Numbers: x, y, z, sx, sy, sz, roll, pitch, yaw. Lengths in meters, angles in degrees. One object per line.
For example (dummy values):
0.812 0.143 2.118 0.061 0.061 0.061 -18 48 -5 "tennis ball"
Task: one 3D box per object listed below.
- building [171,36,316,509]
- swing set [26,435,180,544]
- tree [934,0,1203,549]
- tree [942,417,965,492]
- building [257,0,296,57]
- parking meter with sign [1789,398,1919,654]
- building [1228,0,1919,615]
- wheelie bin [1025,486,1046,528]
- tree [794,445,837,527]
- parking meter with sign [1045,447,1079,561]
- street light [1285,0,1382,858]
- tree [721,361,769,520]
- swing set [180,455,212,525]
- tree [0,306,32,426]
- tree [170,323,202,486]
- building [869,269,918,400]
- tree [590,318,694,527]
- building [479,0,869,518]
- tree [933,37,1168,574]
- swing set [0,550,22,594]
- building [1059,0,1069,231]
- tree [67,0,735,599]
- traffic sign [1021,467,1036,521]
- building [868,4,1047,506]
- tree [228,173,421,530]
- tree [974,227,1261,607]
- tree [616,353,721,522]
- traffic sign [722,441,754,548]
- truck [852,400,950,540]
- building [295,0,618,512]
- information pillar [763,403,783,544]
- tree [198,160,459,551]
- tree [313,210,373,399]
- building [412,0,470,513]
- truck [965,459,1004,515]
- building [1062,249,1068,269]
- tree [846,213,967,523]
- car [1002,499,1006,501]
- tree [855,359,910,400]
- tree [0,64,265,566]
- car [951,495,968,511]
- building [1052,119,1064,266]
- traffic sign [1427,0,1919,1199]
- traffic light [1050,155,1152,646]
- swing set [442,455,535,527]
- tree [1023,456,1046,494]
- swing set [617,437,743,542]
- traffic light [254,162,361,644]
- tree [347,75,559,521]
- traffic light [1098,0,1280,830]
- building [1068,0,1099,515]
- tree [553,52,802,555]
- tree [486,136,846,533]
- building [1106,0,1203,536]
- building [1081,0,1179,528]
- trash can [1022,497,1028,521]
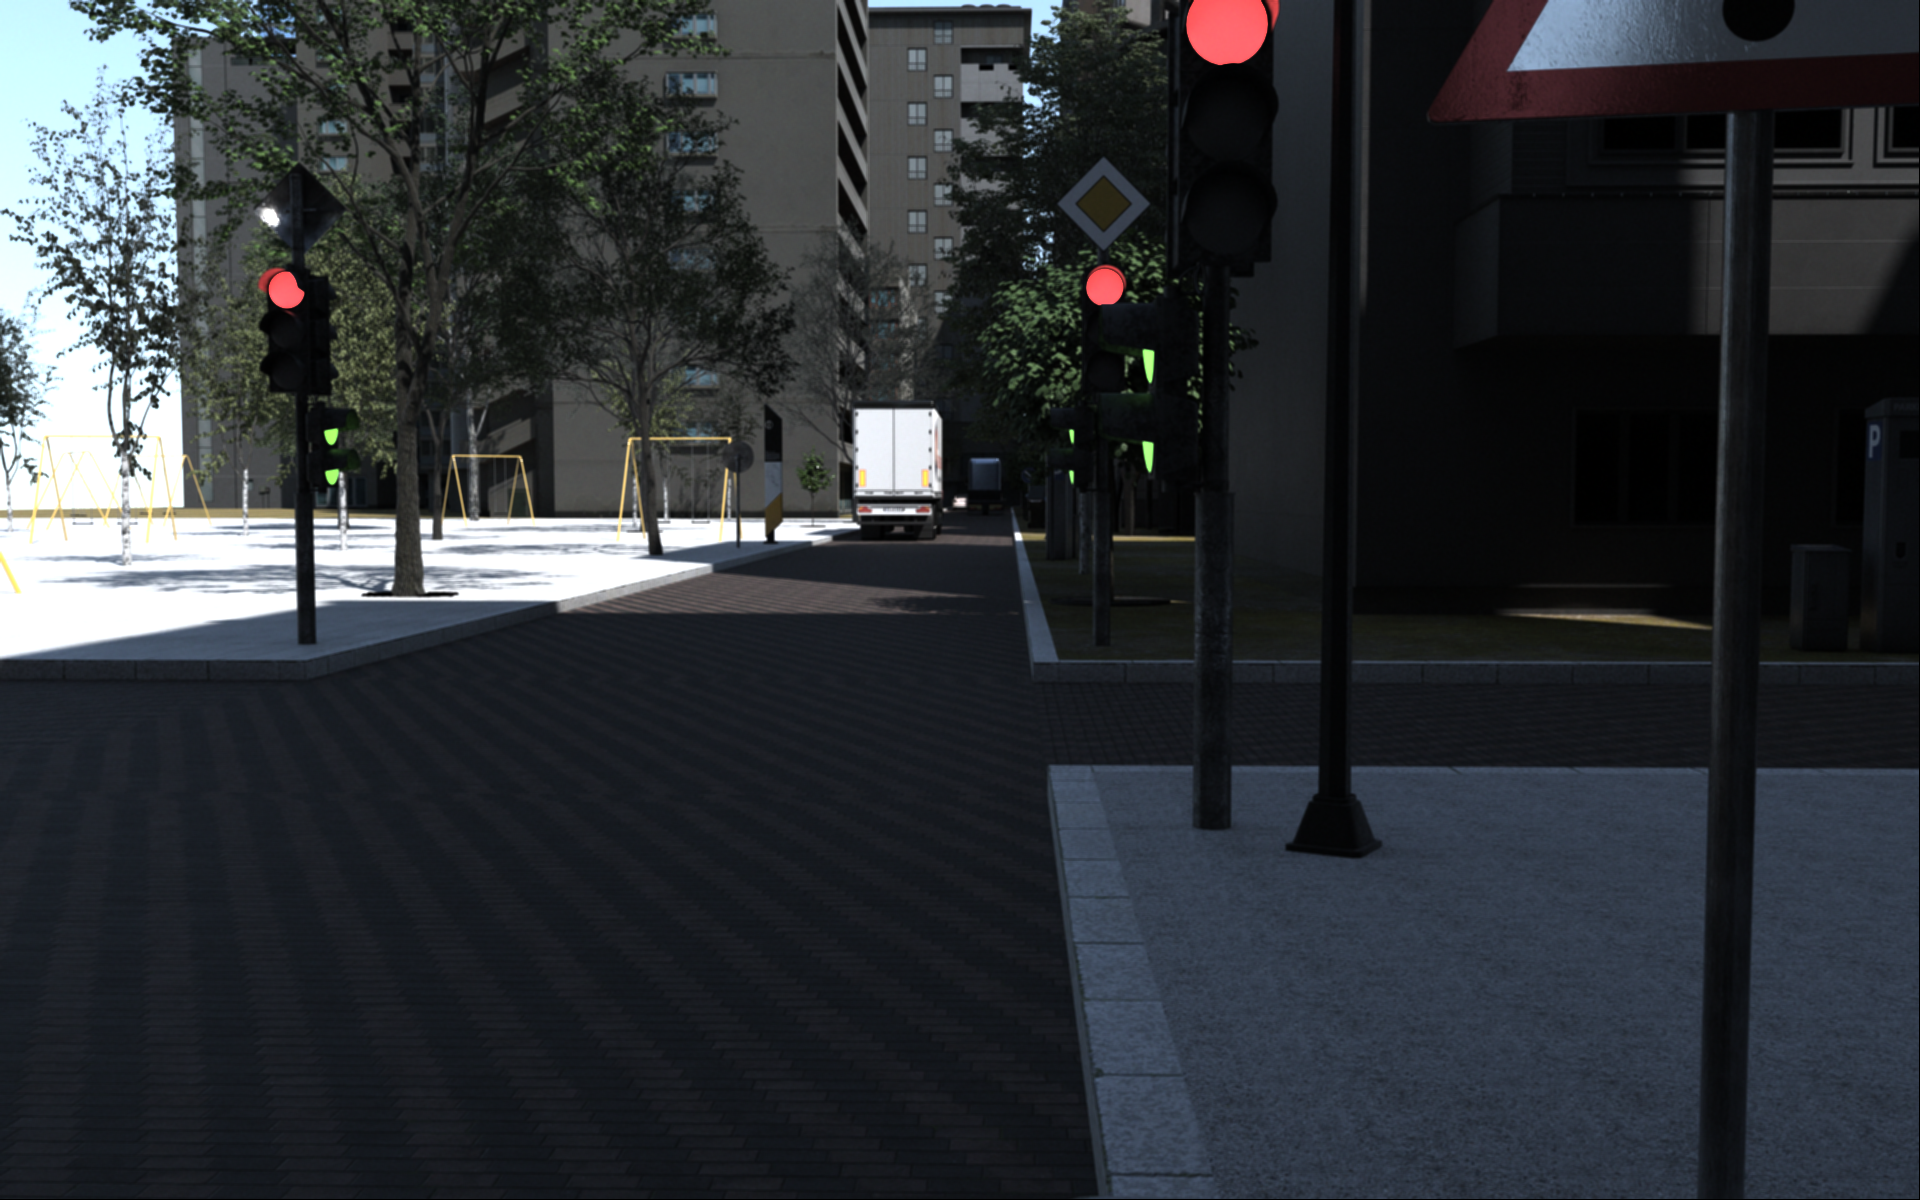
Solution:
-61.681 -29.057 158.675 14.086 41.232 14.154 0 4 2 "building"
-22.937 -2.969 46.155 3.119 2.851 2.862 -1 4 -10 "swing set"
3.308 -7.459 40.084 7.486 12.596 7.792 0 3 0 "tree"
-1.771 -12.867 160.735 4.737 8.622 4.395 0 3 0 "tree"
-61.535 -53.462 186.771 31.000 86.520 22.319 0 4 2 "building"
7.730 -1.086 14.024 1.738 3.016 0.543 0 4 8 "parking meter with sign"
16.215 -14.012 22.607 24.014 27.812 14.314 0 4 2 "building"
2.900 -3.483 64.858 0.980 1.594 0.693 1 4 20 "wheelie bin"
-5.626 -4.471 67.709 1.663 3.219 1.824 0 3 0 "tree"
1.973 -2.302 33.895 0.543 3.016 1.738 1 4 14 "parking meter with sign"
0.815 -2.054 6.122 1.470 5.913 1.316 0 4 2 "street light"
-11.547 -8.317 86.342 4.360 8.622 3.978 0 3 0 "tree"
-32.333 -4.425 69.965 3.119 2.851 2.862 1 4 15 "swing set"
-29.526 -6.933 47.766 7.601 10.594 8.767 0 4 -7 "tree"
-21.892 -6.262 52.751 4.737 8.622 4.395 0 3 0 "tree"
-18.821 -18.678 150.419 28.899 21.520 27.650 0 4 2 "building"
-12.459 -7.157 67.386 4.737 8.622 4.395 0 3 0 "tree"
-16.775 -29.157 100.426 21.300 48.544 21.600 0 4 2 "building"
1.754 -4.719 27.514 4.360 8.622 3.978 0 3 0 "tree"
-13.565 -1.415 20.751 2.862 2.851 3.119 0 4 1 "swing set"
19.748 -32.280 147.388 23.786 49.044 30.456 0 4 2 "building"
-6.776 -5.857 21.510 9.928 11.665 9.643 0 3 0 "tree"
3.303 -5.043 82.557 0.768 2.556 0.104 1 4 9 "traffic sign"
-3.948 -36.711 189.465 27.495 52.752 28.713 0 4 2 "building"
-22.325 -8.771 61.537 7.486 12.596 7.792 0 3 0 "tree"
1.846 -2.241 20.349 4.285 4.588 4.351 0 3 0 "tree"
-13.555 -7.886 79.298 4.360 8.622 3.978 0 3 0 "tree"
-5.302 -2.522 41.345 0.768 2.556 0.104 0 4 2 "traffic sign"
-1.879 -4.191 57.440 2.839 4.237 11.283 0 4 1 "truck"
-43.967 -32.412 153.635 21.600 48.544 21.300 0 4 2 "building"
-4.808 -3.254 44.551 0.504 3.616 0.183 1 4 23 "information pillar"
-13.715 -5.405 38.741 4.737 8.622 4.395 0 3 0 "tree"
-14.642 -6.932 47.747 8.767 10.594 7.601 0 4 2 "tree"
-21.297 -26.419 123.832 32.217 40.220 23.993 0 4 2 "building"
1.803 -8.284 125.200 2.967 4.110 18.799 0 4 1 "truck"
20.954 -16.729 118.561 27.650 21.520 28.899 0 4 2 "building"
-4.761 -10.185 76.895 12.009 13.543 11.850 0 3 0 "tree"
2.952 -8.564 150.248 2.015 1.641 3.980 0 4 3 "car"
-3.853 -8.594 90.876 4.360 8.622 3.978 0 3 0 "tree"
-14.709 -4.924 30.863 4.360 8.622 3.978 0 3 0 "tree"
0.278 -8.546 152.082 2.083 1.381 4.827 0 4 1 "car"
16.829 -30.434 181.198 14.086 41.232 14.154 0 4 2 "building"
1.112 -0.151 2.471 0.884 2.594 0.081 1 4 10 "traffic sign"
1.178 -1.568 14.554 0.839 4.253 0.868 0 4 2 "traffic light"
-19.269 -4.436 70.144 3.119 2.851 2.862 -3 4 -36 "swing set"
3.626 -4.695 71.367 1.663 3.219 1.824 0 3 0 "tree"
-7.640 -3.089 48.117 3.119 2.851 2.862 0 4 5 "swing set"
-5.581 -1.578 14.727 0.839 4.253 0.868 0 4 2 "traffic light"
-23.899 -13.775 81.103 12.611 20.169 13.585 0 3 0 "tree"
0.953 -1.080 6.572 0.839 4.253 0.868 0 4 2 "traffic light"
13.149 -27.271 95.987 14.600 45.320 14.200 0 4 2 "building"
-6.743 -6.225 36.194 7.601 10.594 8.767 0 4 4 "tree"
-10.646 -9.026 57.937 12.009 13.543 11.850 0 3 0 "tree"
13.085 -11.541 56.142 16.820 18.784 16.811 0 4 2 "building"
12.093 -17.099 76.836 12.463 27.353 25.104 0 4 2 "building"
3.349 -4.390 83.426 0.748 1.137 0.748 0 3 0 "trash can"
